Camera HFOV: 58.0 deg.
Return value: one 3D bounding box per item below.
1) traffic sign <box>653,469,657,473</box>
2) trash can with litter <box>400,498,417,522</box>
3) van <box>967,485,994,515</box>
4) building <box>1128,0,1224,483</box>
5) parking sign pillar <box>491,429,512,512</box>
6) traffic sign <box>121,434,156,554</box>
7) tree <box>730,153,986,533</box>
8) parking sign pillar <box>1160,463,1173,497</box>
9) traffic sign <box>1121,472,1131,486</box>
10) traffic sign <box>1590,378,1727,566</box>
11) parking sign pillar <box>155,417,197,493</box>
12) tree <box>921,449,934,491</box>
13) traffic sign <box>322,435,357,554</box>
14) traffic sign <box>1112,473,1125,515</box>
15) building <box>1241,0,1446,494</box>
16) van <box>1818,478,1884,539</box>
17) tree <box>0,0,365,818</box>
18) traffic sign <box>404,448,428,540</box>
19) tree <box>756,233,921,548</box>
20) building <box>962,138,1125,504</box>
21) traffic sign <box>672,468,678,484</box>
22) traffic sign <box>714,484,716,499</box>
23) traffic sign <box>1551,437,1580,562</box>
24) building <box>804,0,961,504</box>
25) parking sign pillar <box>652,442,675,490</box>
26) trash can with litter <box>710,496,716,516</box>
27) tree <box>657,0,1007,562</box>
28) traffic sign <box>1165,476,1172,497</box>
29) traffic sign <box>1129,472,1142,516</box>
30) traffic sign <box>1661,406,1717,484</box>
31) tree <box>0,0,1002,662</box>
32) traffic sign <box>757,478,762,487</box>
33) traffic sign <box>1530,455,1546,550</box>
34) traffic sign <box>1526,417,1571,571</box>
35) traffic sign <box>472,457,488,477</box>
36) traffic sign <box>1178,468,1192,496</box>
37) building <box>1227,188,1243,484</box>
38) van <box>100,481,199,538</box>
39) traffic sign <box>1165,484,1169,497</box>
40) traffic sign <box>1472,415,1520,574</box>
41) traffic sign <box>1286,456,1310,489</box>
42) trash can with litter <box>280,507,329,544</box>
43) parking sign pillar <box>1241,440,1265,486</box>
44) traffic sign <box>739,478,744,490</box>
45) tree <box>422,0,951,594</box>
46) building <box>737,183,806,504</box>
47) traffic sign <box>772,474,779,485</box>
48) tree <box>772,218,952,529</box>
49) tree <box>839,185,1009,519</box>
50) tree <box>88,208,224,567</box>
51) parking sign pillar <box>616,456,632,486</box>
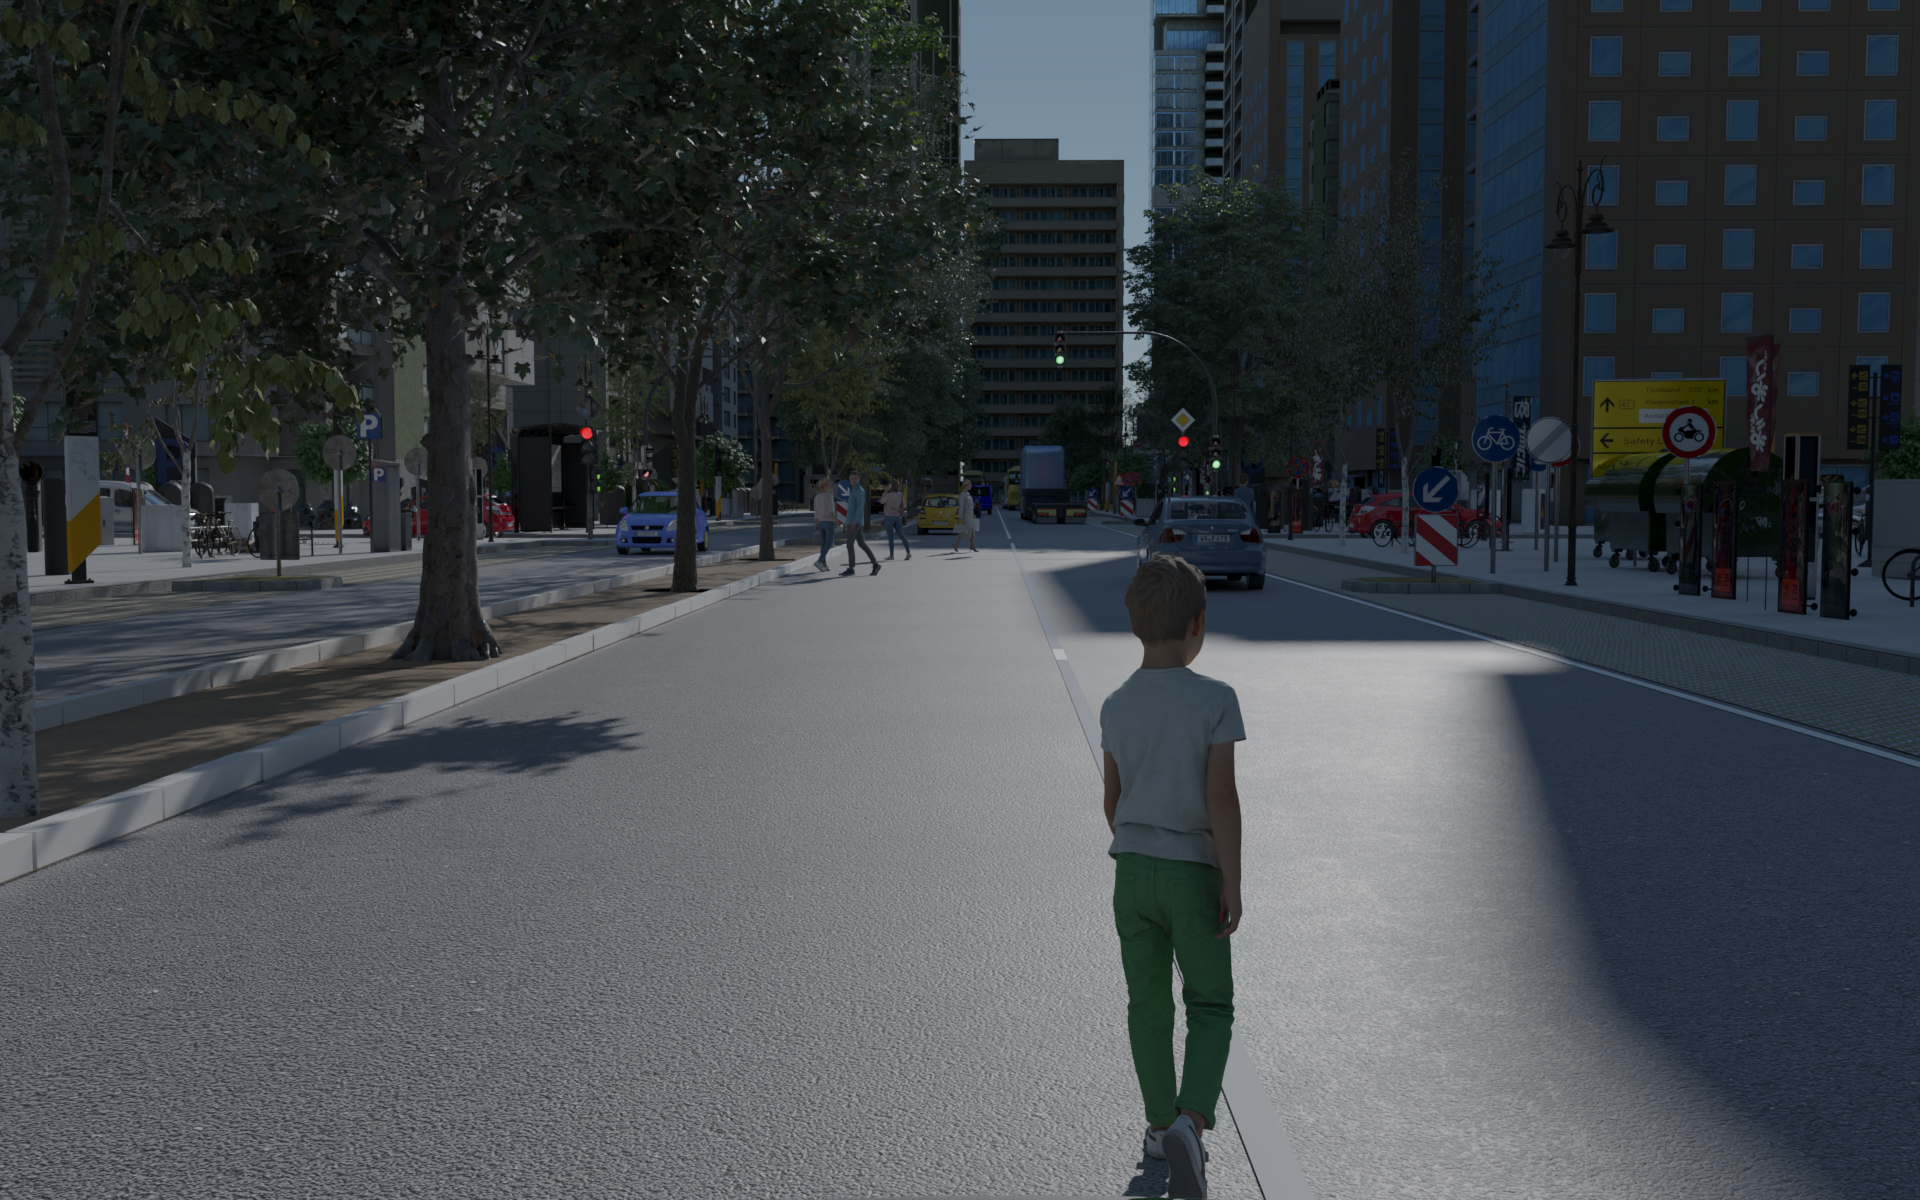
[{"bbox_3d":[-14.818,-5.046,82.613,0.768,2.556,0.104,0,4,6],"label":"traffic sign"},{"bbox_3d":[-15.327,-2.179,47.007,1.055,1.170,0.624,-3,5,-42],"label":"trash can with litter"},{"bbox_3d":[1.270,-7.129,120.949,2.240,2.365,5.245,0,3,0],"label":"van"},{"bbox_3d":[37.913,-56.626,238.502,31.000,86.520,22.319,0,4,1],"label":"building"},{"bbox_3d":[-18.752,-5.033,70.760,1.447,3.967,1.447,-2,4,-35],"label":"parking sign pillar"},{"bbox_3d":[-17.541,-2.256,36.987,0.768,2.556,0.104,0,4,4],"label":"traffic sign"},{"bbox_3d":[-3.622,-9.337,61.765,9.857,13.997,8.962,0,3,0],"label":"tree"},{"bbox_3d":[14.676,-8.122,121.264,1.447,3.967,1.447,3,5,43],"label":"parking sign pillar"},{"bbox_3d":[9.868,-6.230,101.969,0.768,2.556,0.104,1,4,10],"label":"traffic sign"},{"bbox_3d":[12.279,-2.242,30.537,2.265,3.308,0.079,1,4,9],"label":"traffic sign"},{"bbox_3d":[-27.346,-4.401,60.425,1.447,3.967,1.447,-1,4,-16],"label":"parking sign pillar"},{"bbox_3d":[-2.955,-8.368,89.643,4.737,8.622,4.395,0,3,0],"label":"tree"},{"bbox_3d":[-13.364,-2.275,37.296,0.768,2.556,0.104,0,4,6],"label":"traffic sign"},{"bbox_3d":[9.966,-6.632,108.432,0.884,2.594,0.081,1,4,9],"label":"traffic sign"},{"bbox_3d":[32.433,-30.594,150.328,14.600,45.320,14.200,0,4,1],"label":"building"},{"bbox_3d":[28.243,-2.816,53.048,4.112,2.044,2.013,0,4,1],"label":"van"},{"bbox_3d":[-4.134,-3.325,7.181,4.737,8.622,4.395,0,3,0],"label":"tree"},{"bbox_3d":[-14.991,-2.923,47.892,0.768,2.556,0.104,0,4,4],"label":"traffic sign"},{"bbox_3d":[-3.391,-5.671,45.534,4.737,8.622,4.395,0,3,0],"label":"tree"},{"bbox_3d":[11.212,-37.627,238.895,21.600,48.544,21.300,0,4,1],"label":"building"},{"bbox_3d":[-13.719,-5.159,84.450,0.768,2.556,0.104,1,4,10],"label":"traffic sign"},{"bbox_3d":[-15.423,-6.672,109.192,0.768,2.556,0.104,0,4,4],"label":"traffic sign"},{"bbox_3d":[11.262,-1.991,32.655,0.768,2.556,0.104,0,4,7],"label":"traffic sign"},{"bbox_3d":[-10.286,-48.945,238.507,20.611,71.187,20.563,0,4,1],"label":"building"},{"bbox_3d":[-15.338,-6.161,89.204,1.447,3.967,1.447,1,4,15],"label":"parking sign pillar"},{"bbox_3d":[-14.212,-5.510,101.471,1.055,1.170,0.624,-1,4,-19],"label":"trash can with litter"},{"bbox_3d":[-4.098,-7.561,36.456,12.009,13.543,11.850,0,3,0],"label":"tree"},{"bbox_3d":[12.973,-6.529,106.854,0.768,2.556,0.104,0,4,1],"label":"traffic sign"},{"bbox_3d":[10.165,-6.112,100.036,0.768,2.556,0.104,1,4,11],"label":"traffic sign"},{"bbox_3d":[10.504,-1.525,25.043,0.768,2.556,0.104,0,4,5],"label":"traffic sign"},{"bbox_3d":[-4.450,-5.837,14.908,9.611,12.733,9.660,0,3,0],"label":"tree"},{"bbox_3d":[-14.242,-7.642,124.943,0.884,2.594,0.081,0,4,2],"label":"traffic sign"},{"bbox_3d":[13.176,-2.411,39.525,0.768,2.556,0.104,0,4,2],"label":"traffic sign"},{"bbox_3d":[9.725,-1.746,28.651,0.768,2.556,0.104,0,4,6],"label":"traffic sign"},{"bbox_3d":[-16.539,-3.620,59.291,0.768,2.556,0.104,0,4,5],"label":"traffic sign"},{"bbox_3d":[10.880,-5.140,84.143,0.768,2.556,0.104,1,4,8],"label":"traffic sign"},{"bbox_3d":[32.502,-24.078,165.371,14.160,30.474,14.107,0,4,1],"label":"building"},{"bbox_3d":[-25.415,-2.825,53.201,4.112,2.044,2.013,0,4,2],"label":"van"},{"bbox_3d":[13.687,-6.950,113.643,0.884,2.594,0.081,0,4,4],"label":"traffic sign"},{"bbox_3d":[8.613,-1.701,27.920,0.768,2.556,0.104,0,4,5],"label":"traffic sign"},{"bbox_3d":[11.132,-3.488,57.134,0.768,2.556,0.104,0,4,4],"label":"traffic sign"},{"bbox_3d":[-17.566,-2.077,45.014,1.678,1.210,2.233,-3,5,-42],"label":"trash can with litter"},{"bbox_3d":[13.884,-5.740,82.319,1.447,3.967,1.447,-3,4,-36],"label":"parking sign pillar"},{"bbox_3d":[-14.224,-6.709,111.829,0.606,2.300,0.079,0,4,5],"label":"traffic sign"},{"bbox_3d":[-3.905,-5.906,24.784,9.928,11.665,9.643,0,3,0],"label":"tree"},{"bbox_3d":[-35.475,-35.819,240.258,28.867,44.769,22.147,0,4,1],"label":"building"},{"bbox_3d":[-11.895,-6.723,110.020,0.768,2.556,0.104,0,4,3],"label":"traffic sign"},{"bbox_3d":[-3.928,-9.173,70.569,7.486,12.596,7.792,0,3,0],"label":"tree"},{"bbox_3d":[-4.017,-14.662,98.068,12.611,20.169,13.585,0,3,0],"label":"tree"},{"bbox_3d":[-13.674,-4.889,30.293,4.360,8.622,3.978,0,3,0],"label":"tree"},{"bbox_3d":[-22.558,-7.834,116.563,1.447,3.967,1.447,2,4,27],"label":"parking sign pillar"}]
